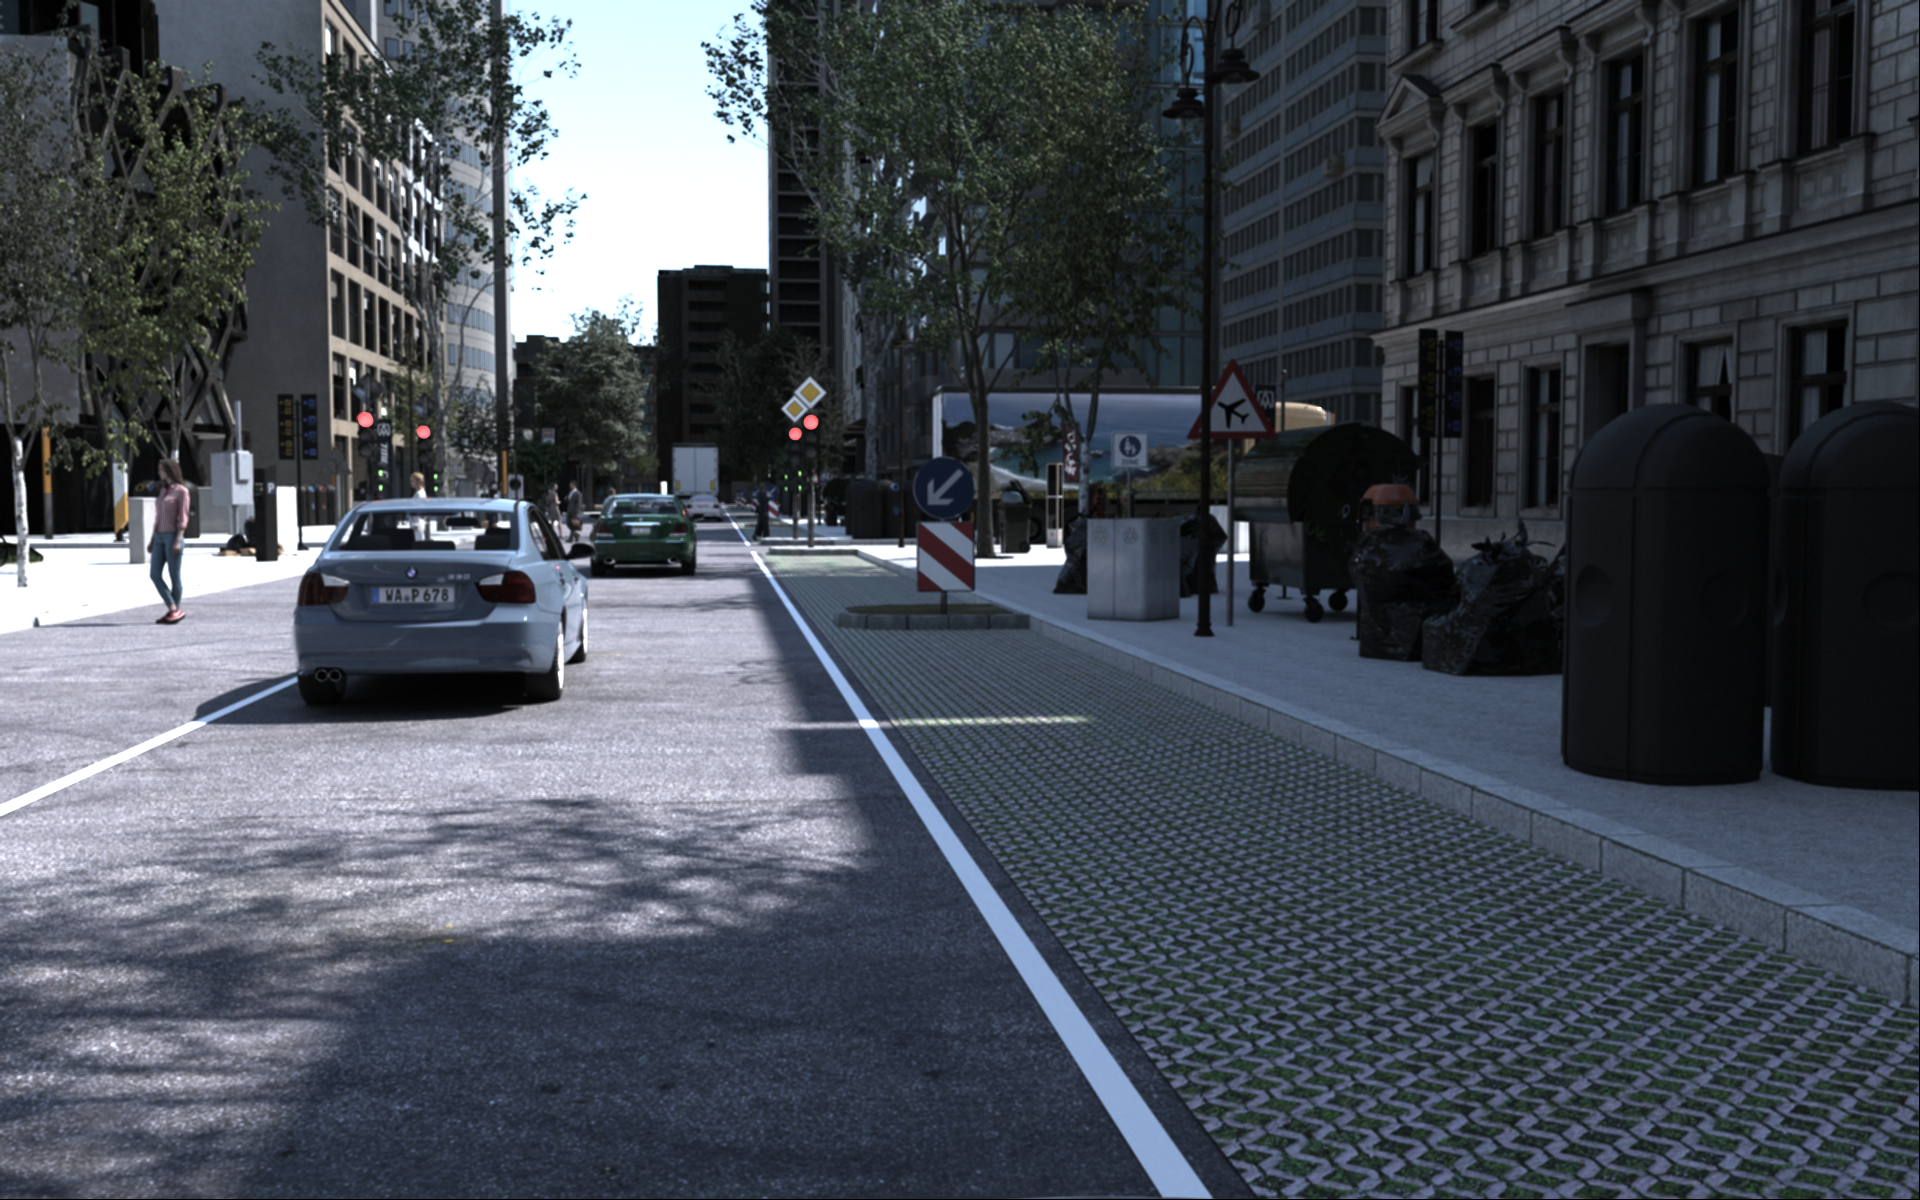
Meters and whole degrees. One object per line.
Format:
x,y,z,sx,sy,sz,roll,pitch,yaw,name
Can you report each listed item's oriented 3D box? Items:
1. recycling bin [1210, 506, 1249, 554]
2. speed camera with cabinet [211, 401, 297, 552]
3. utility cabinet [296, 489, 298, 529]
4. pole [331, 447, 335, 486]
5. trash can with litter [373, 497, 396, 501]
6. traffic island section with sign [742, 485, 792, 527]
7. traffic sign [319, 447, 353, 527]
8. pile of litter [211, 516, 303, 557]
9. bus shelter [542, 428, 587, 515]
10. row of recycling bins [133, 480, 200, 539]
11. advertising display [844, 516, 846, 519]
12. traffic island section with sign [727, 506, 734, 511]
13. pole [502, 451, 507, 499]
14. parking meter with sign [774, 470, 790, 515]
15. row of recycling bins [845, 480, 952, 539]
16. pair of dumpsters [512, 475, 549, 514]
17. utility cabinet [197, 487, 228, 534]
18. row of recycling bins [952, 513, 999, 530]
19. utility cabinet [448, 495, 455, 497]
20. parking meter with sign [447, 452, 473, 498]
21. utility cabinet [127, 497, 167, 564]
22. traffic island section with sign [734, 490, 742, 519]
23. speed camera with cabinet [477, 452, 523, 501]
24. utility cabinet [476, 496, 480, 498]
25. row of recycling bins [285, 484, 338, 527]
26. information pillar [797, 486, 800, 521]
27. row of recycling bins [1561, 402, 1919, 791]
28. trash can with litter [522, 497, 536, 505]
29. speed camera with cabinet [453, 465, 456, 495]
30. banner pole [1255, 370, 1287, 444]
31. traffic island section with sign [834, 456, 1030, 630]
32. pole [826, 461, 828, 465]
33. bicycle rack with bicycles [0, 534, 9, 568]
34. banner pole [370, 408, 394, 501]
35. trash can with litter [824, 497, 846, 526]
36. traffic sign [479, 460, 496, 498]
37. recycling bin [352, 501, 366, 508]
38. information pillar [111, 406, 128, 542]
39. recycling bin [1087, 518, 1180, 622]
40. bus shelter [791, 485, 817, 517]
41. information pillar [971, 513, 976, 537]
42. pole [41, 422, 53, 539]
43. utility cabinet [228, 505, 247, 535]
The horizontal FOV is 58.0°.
5.850,-1.518,37.379,0.722,1.027,0.722,3,4,37,recycling bin
-15.324,-2.647,37.609,0.660,3.252,2.038,1,4,18,speed camera with cabinet
-24.042,-3.274,62.210,0.318,1.500,1.173,-2,4,-29,utility cabinet
-27.011,-4.946,74.708,0.158,3.312,0.155,0,3,0,pole
-20.901,-3.129,62.550,0.624,1.170,1.055,0,4,7,trash can with litter
-8.294,-4.049,74.836,1.989,1.847,2.006,0,4,-8,traffic island section with sign
-17.058,-2.896,47.348,0.884,2.594,0.081,0,4,-7,traffic sign
-14.594,-1.348,36.003,1.719,0.858,1.176,-1,4,-9,pile of litter
-24.770,-8.002,108.458,2.179,5.291,8.768,0,4,-8,bus shelter
-23.300,-2.678,50.898,1.069,1.692,3.534,-3,5,-43,row of recycling bins
-5.611,-4.898,85.288,0.123,1.923,0.974,-1,4,-13,advertising display
-19.019,-8.673,150.434,1.989,1.847,2.006,0,4,-8,traffic island section with sign
-21.533,-5.386,81.898,0.158,3.312,0.155,0,3,0,pole
-10.602,-6.763,106.833,1.738,3.016,0.543,0,4,-3,parking meter with sign
-1.835,-2.642,50.313,1.069,1.692,3.534,3,5,39,row of recycling bins
-21.117,-5.039,84.878,1.574,2.255,4.437,0,4,-8,pair of dumpsters
-23.900,-2.853,55.317,1.173,1.500,0.318,-2,4,-26,utility cabinet
-0.006,-3.341,61.735,3.534,1.692,1.069,-2,4,-23,row of recycling bins
-33.313,-6.260,113.507,1.020,1.237,0.306,0,4,6,utility cabinet
-20.559,-4.630,71.969,1.738,3.016,0.543,-3,4,-37,parking meter with sign
-15.041,-1.281,32.111,0.306,1.237,1.020,0,4,-1,utility cabinet
-12.080,-5.682,101.525,1.989,1.847,2.006,0,4,-8,traffic island section with sign
-21.472,-5.294,80.893,2.038,3.252,0.660,-1,4,-11,speed camera with cabinet
-20.551,-3.809,73.446,0.306,1.237,1.020,-2,4,-25,utility cabinet
-26.086,-3.817,69.520,1.069,1.692,3.534,0,4,6,row of recycling bins
-7.924,-4.865,84.038,0.304,2.012,0.304,0,4,-7,information pillar
4.590,-0.043,7.809,3.534,1.692,1.069,0,4,5,row of recycling bins
-19.263,-4.046,77.534,0.624,1.170,1.055,0,4,1,trash can with litter
-33.705,-7.453,116.194,0.660,3.252,2.038,-1,4,-14,speed camera with cabinet
6.305,-2.750,34.986,0.863,3.779,0.401,-1,4,-17,banner pole
-0.373,-0.639,19.078,1.989,1.847,2.006,0,4,-8,traffic island section with sign
-8.278,-6.948,107.442,0.158,3.312,0.155,0,3,0,pole
-17.157,-0.926,28.530,2.852,0.926,2.925,2,4,31,bicycle rack with bicycles
-17.038,-3.719,50.828,0.863,3.779,0.401,-3,4,-38,banner pole
-4.871,-3.523,68.993,1.055,1.170,0.624,1,4,13,trash can with litter
-18.294,-4.076,66.650,0.884,2.594,0.081,0,4,-3,traffic sign
-20.581,-2.907,60.089,0.722,1.027,0.722,3,5,40,recycling bin
-22.427,-3.356,46.225,0.504,3.616,0.183,2,4,29,information pillar
1.788,-0.322,17.819,0.722,1.027,0.722,3,4,38,recycling bin
-9.325,-6.741,101.493,1.731,3.624,6.357,0,4,-8,bus shelter
0.367,-3.679,51.506,0.183,3.616,0.504,0,4,0,information pillar
-25.879,-3.379,49.092,0.158,3.312,0.155,0,3,0,pole
-22.299,-2.625,54.074,1.020,1.237,0.306,-2,4,-27,utility cabinet
